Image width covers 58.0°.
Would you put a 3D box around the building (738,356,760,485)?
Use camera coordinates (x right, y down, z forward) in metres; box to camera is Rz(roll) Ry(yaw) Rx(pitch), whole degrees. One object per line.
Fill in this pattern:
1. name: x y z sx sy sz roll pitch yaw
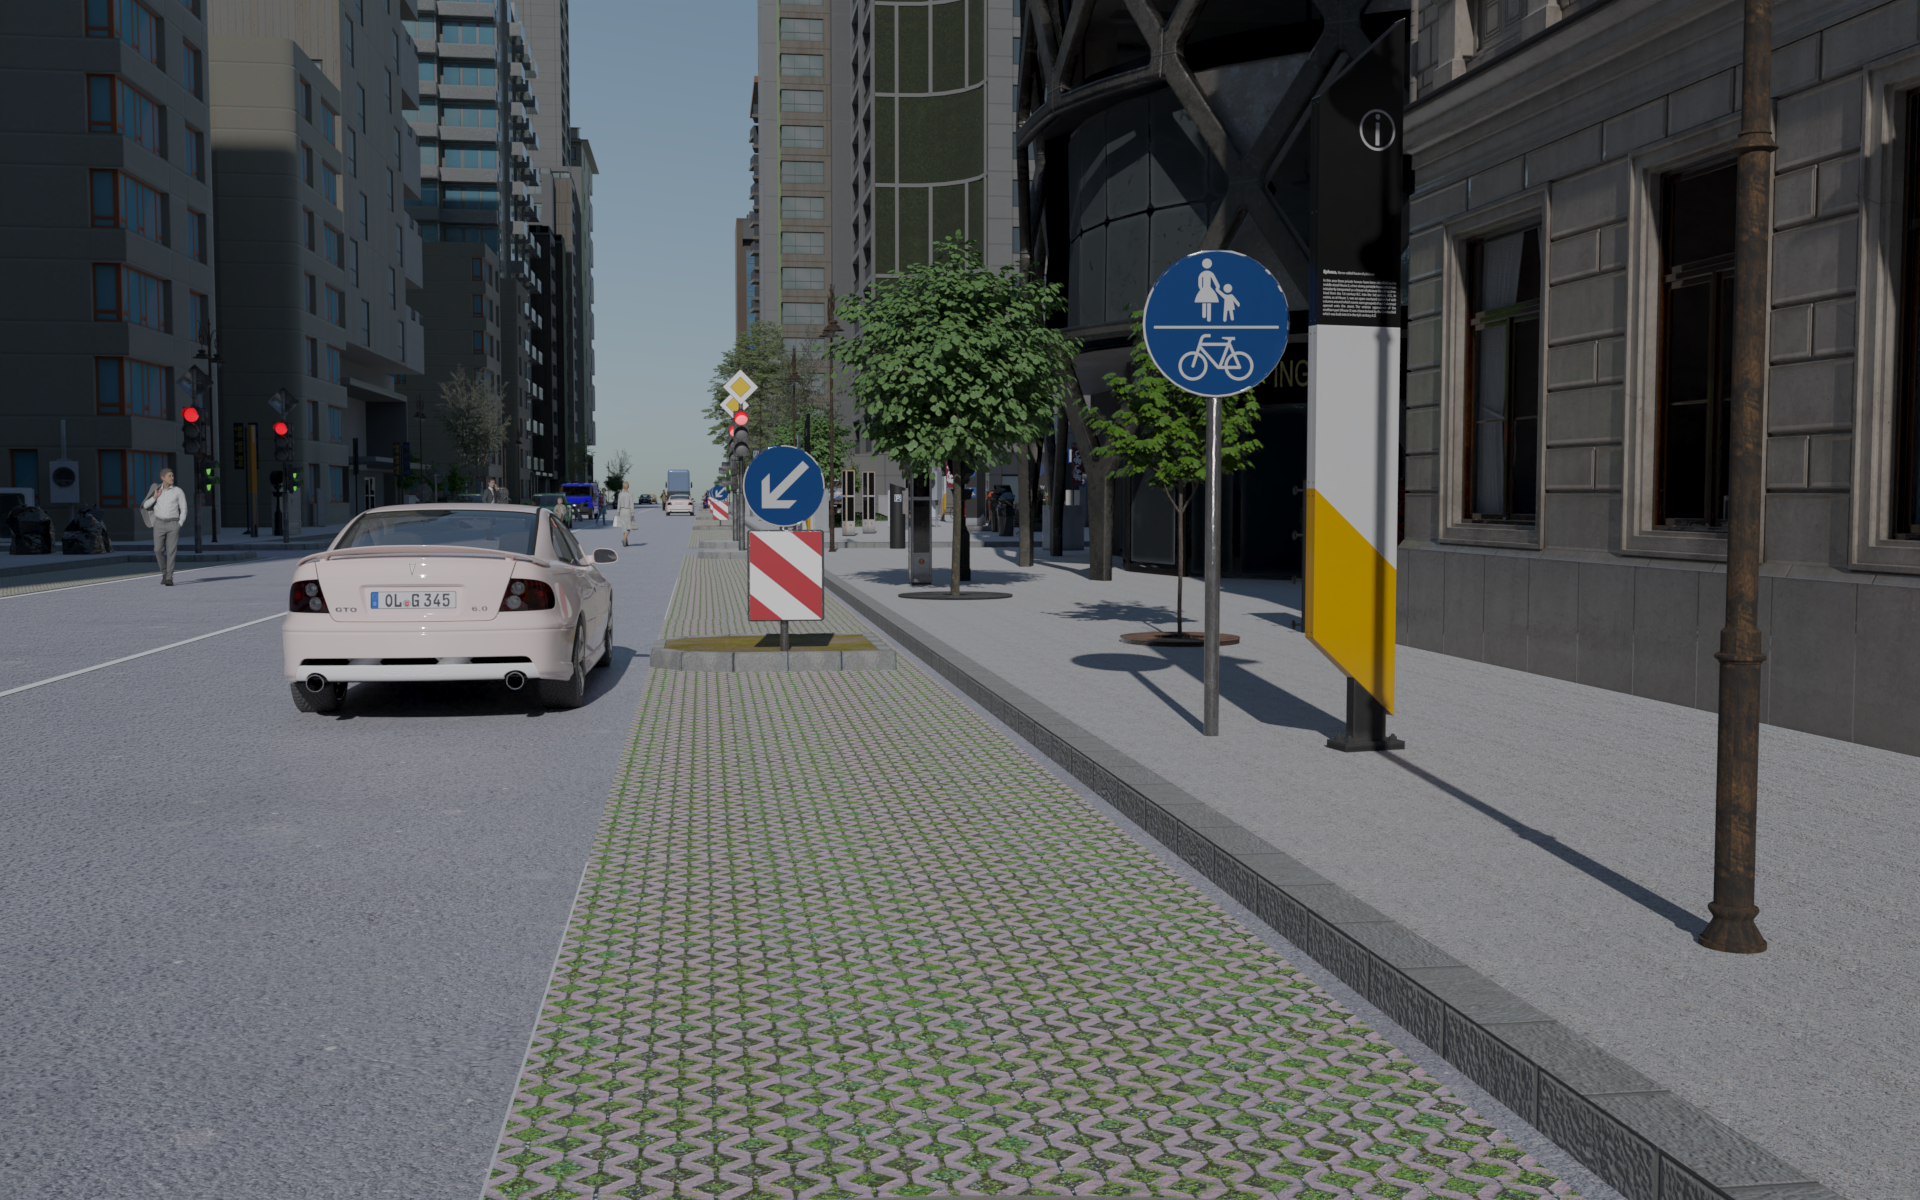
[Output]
1. building: -15.225 -23.502 229.299 27.650 21.520 28.899 -1 4 -8

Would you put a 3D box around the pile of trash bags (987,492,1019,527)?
1. pile of trash bags: 1.888 -3.480 66.648 1.912 1.369 3.447 2 4 23

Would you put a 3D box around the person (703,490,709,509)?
1. person: -24.366 -9.683 166.827 0.705 1.822 1.348 3 4 37

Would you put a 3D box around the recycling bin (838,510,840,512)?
1. recycling bin: -7.228 -5.164 96.992 0.722 1.027 0.722 -3 4 -39

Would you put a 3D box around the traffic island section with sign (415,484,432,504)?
1. traffic island section with sign: -21.054 -3.629 67.956 1.989 1.847 2.006 -1 4 -8

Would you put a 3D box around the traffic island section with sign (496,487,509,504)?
1. traffic island section with sign: -25.021 -5.271 94.809 1.989 1.847 2.006 -1 4 -8

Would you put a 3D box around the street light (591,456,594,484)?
1. street light: -43.160 -14.097 203.280 0.468 5.910 1.993 -1 4 -8

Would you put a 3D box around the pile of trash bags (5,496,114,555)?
1. pile of trash bags: -20.034 -1.681 37.230 3.447 1.369 1.912 0 4 -4

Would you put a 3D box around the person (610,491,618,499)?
1. person: -36.928 -10.835 185.784 0.705 1.807 1.348 3 5 42

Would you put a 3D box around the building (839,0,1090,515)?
1. building: 1.892 -41.064 109.645 20.563 71.187 20.611 -1 4 -8

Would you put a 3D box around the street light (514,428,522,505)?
1. street light: -30.999 -9.111 121.747 0.468 5.910 1.993 -1 4 -8

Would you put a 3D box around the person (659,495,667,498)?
1. person: -41.438 -14.285 242.189 1.348 1.807 0.705 2 4 26

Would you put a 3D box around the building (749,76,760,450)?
1. building: -10.787 -32.252 181.945 22.147 44.769 28.867 -1 4 -8

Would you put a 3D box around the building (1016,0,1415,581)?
1. building: 9.200 -9.958 30.258 16.820 18.784 16.811 -1 4 -8

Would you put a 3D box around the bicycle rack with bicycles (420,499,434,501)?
1. bicycle rack with bicycles: -36.244 -6.380 117.702 2.852 0.926 2.925 -1 4 -23

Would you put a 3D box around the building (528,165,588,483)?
1. building: -52.788 -32.154 209.305 14.154 41.232 14.086 -1 4 -8

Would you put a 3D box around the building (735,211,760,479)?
1. building: -28.296 -38.116 273.304 14.600 45.320 14.200 -1 4 -8

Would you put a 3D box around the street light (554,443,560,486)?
1. street light: -36.120 -11.178 155.547 0.468 5.910 1.993 -1 4 -8

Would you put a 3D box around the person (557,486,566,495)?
1. person: -17.981 -4.236 77.856 0.616 1.811 0.778 -2 4 -24

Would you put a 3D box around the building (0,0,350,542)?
1. building: -38.167 -13.059 58.550 27.650 21.520 28.899 -1 4 -8

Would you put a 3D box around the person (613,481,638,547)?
1. person: -9.127 -2.341 47.126 0.694 1.780 0.624 2 4 30

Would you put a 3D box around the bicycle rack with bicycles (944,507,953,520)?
1. bicycle rack with bicycles: 0.654 -4.503 87.009 2.925 0.926 2.852 -3 4 -38

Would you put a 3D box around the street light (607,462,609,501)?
1. street light: -48.056 -16.147 236.791 0.468 5.910 1.993 -1 4 -8

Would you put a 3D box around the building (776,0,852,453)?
1. building: -6.930 -27.443 132.292 14.154 41.232 14.086 -1 4 -8

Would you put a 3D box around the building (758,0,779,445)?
1. building: -7.230 -37.374 153.058 21.231 58.520 28.212 -1 4 -8

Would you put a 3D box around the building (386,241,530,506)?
1. building: -48.385 -17.524 131.561 27.650 21.520 28.899 -1 4 -8

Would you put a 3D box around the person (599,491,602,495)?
1. person: -38.592 -10.853 186.043 1.348 1.812 0.705 0 4 6

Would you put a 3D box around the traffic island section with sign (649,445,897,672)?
1. traffic island section with sign: -1.640 -0.378 14.805 1.989 1.847 2.006 -1 4 -8

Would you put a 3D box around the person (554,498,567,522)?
1. person: -14.044 -2.943 60.893 0.640 1.303 0.475 3 5 41

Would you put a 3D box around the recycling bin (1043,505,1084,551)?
1. recycling bin: 2.366 -1.658 39.655 0.722 1.027 0.722 -2 4 -30

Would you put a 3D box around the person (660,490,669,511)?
1. person: -25.295 -8.535 148.135 0.705 1.812 1.348 1 4 23

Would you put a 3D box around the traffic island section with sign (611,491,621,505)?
1. traffic island section with sign: -44.263 -13.228 224.902 1.989 1.847 2.006 -1 4 -8

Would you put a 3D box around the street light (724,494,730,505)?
1. street light: -28.374 -14.565 210.930 0.468 5.910 1.993 -1 4 -8

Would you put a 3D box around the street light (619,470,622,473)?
1. street light: -53.072 -18.205 270.437 0.468 5.910 1.993 -1 4 -8

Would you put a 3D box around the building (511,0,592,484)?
1. building: -59.107 -48.159 225.656 20.563 71.187 20.611 -1 4 -8

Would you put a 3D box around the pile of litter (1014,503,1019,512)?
1. pile of litter: 2.803 -5.073 96.909 1.719 0.858 1.176 -1 4 -14

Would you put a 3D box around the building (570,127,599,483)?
1. building: -67.213 -40.443 250.488 28.713 52.752 27.495 -1 4 -8

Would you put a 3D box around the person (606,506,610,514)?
1. person: -24.330 -6.340 117.656 1.012 1.151 0.738 0 4 1

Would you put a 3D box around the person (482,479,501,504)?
1. person: -14.508 -2.804 53.715 0.474 1.900 0.648 0 4 1

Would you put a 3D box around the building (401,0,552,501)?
1. building: -51.049 -33.096 160.732 23.786 49.044 30.456 -1 4 -8

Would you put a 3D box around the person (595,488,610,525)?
1. person: -16.488 -4.313 79.850 0.643 1.720 0.563 2 4 30

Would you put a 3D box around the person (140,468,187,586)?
1. person: -12.488 -1.136 27.182 0.679 1.850 0.850 -1 4 -17

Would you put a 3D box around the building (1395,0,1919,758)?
1. building: 9.669 -8.660 6.222 10.561 19.102 19.286 -1 4 -8

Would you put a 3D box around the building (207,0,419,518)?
1. building: -44.707 -30.820 93.153 28.713 52.752 27.495 -1 4 -8

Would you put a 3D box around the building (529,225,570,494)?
1. building: -49.402 -25.218 184.022 14.160 30.474 14.107 -1 4 -8
